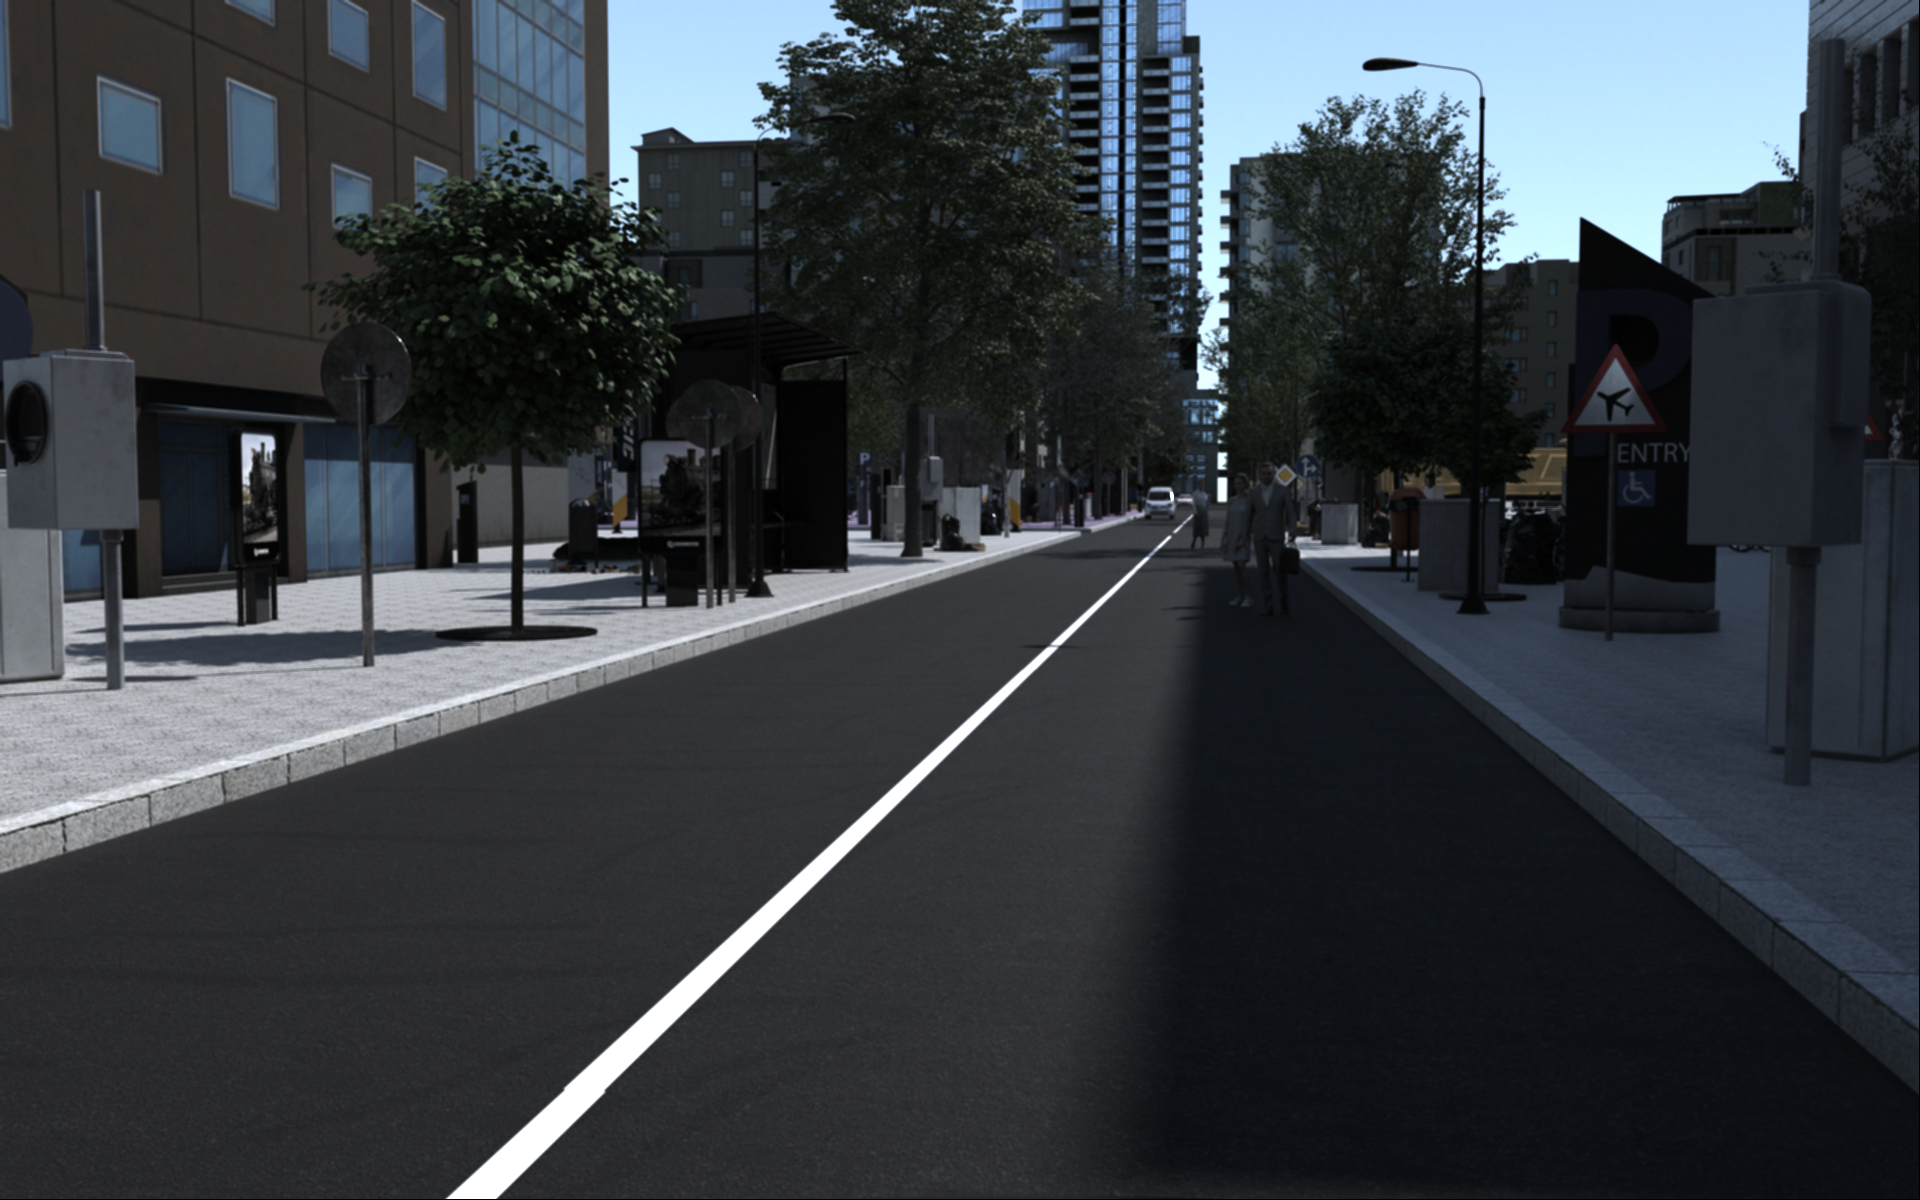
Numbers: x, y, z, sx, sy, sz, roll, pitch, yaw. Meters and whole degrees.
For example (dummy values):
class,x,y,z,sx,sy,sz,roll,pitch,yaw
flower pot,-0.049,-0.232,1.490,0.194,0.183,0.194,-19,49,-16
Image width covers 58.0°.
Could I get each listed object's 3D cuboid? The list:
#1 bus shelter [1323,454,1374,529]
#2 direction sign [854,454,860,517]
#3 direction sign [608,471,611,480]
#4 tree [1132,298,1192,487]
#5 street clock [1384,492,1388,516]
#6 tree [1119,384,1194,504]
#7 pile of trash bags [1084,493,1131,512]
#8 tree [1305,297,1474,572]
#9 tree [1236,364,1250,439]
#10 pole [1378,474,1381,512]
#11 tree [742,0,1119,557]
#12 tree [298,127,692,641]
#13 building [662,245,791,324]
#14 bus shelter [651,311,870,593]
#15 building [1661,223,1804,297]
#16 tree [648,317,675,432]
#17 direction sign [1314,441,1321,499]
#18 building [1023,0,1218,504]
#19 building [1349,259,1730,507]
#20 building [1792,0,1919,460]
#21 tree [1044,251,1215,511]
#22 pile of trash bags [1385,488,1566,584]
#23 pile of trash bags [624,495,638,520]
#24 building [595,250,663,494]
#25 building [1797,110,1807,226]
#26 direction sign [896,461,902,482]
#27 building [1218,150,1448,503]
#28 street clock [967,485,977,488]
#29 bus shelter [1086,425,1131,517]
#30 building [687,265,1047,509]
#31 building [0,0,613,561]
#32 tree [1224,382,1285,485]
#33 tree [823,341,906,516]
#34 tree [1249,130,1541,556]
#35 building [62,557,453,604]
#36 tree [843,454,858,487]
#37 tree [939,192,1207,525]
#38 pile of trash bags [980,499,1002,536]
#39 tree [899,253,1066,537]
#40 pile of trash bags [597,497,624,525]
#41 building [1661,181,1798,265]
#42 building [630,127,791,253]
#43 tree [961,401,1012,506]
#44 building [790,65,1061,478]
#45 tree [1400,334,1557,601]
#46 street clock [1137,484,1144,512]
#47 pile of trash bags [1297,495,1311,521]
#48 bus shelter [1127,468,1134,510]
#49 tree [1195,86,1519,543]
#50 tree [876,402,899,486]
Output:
class,x,y,z,sx,sy,sz,roll,pitch,yaw
bus shelter,14.901,-4.440,66.523,2.014,3.302,5.546,1,4,8
direction sign,-5.709,-6.385,96.399,0.379,3.537,0.876,-1,4,-22
direction sign,-25.635,-8.245,126.804,0.379,3.537,0.876,-1,4,-23
tree,6.728,-10.274,86.104,7.486,12.596,7.792,0,3,0
street clock,24.870,-5.894,100.944,0.358,2.002,0.471,0,4,-2
tree,17.879,-15.179,165.184,9.611,12.733,9.660,0,3,0
pile of trash bags,10.687,-7.150,126.653,3.447,1.369,1.912,-1,4,-22
tree,7.296,-2.771,29.012,4.285,4.588,4.351,0,3,0
tree,14.551,-7.738,76.872,4.737,8.622,4.395,0,3,0
pole,25.888,-6.912,106.856,0.158,3.312,0.155,0,3,0
tree,-0.553,-7.153,35.084,7.486,12.596,7.792,0,3,0
tree,-4.111,-1.952,15.626,4.285,4.588,4.351,0,3,0
building,-25.896,-26.541,205.650,14.107,30.474,14.160,1,4,8
bus shelter,-2.766,-2.089,25.436,1.731,3.624,6.357,1,4,8
building,85.137,-25.512,188.825,14.107,30.474,14.160,1,4,8
tree,-11.480,-7.414,71.583,4.360,8.622,3.978,0,3,0
direction sign,15.199,-4.998,73.722,0.379,3.537,0.876,2,4,29
building,21.028,-56.976,244.221,31.000,86.520,22.319,1,4,8
building,50.768,-19.073,156.890,27.650,21.520,28.899,1,4,8
building,24.375,-15.311,27.821,11.434,29.767,29.804,1,4,8
tree,12.854,-16.994,133.740,12.611,20.169,13.585,0,3,0
pile of trash bags,7.980,-0.953,25.328,3.447,1.369,1.912,0,4,8
pile of trash bags,-16.376,-4.569,84.450,3.447,1.369,1.912,2,4,35
building,-40.070,-26.596,206.546,14.107,30.474,14.160,1,4,8
building,98.987,-32.721,185.099,14.200,45.320,14.600,1,4,8
direction sign,-3.917,-7.725,118.302,0.876,3.537,0.379,0,4,-7
building,51.510,-38.034,241.458,30.456,49.044,23.786,1,4,8
street clock,0.601,-5.045,87.060,0.471,2.002,0.358,3,4,37
bus shelter,8.661,-7.550,101.067,2.179,5.291,8.768,1,4,8
building,-7.196,-19.158,158.264,27.650,21.520,28.899,1,4,8
building,-17.766,-23.945,41.606,14.200,45.320,14.600,1,4,8
tree,18.619,-9.609,107.467,4.360,8.622,3.978,0,3,0
tree,-5.503,-7.994,81.072,4.737,8.622,4.395,0,3,0
tree,9.230,-5.198,35.342,4.737,8.622,4.395,0,3,0
building,-16.323,-22.822,23.250,14.600,45.320,14.200,1,4,8
tree,-9.604,-11.581,139.716,4.360,8.622,3.978,0,3,0
tree,4.295,-9.856,71.511,12.009,13.543,11.850,0,3,0
pile of trash bags,0.041,-2.749,54.690,1.912,1.369,3.447,-1,4,-15
tree,1.245,-6.142,50.789,4.360,8.622,3.978,0,3,0
pile of trash bags,-16.010,-3.795,71.807,1.912,1.369,3.447,3,4,36
building,101.381,-33.367,229.142,14.086,41.232,14.154,1,4,8
building,-30.470,-40.771,255.840,27.495,52.752,28.713,1,4,8
tree,2.022,-10.893,128.459,4.737,8.622,4.395,0,3,0
building,-4.193,-35.276,196.370,30.456,49.044,23.786,1,4,8
tree,6.435,-1.613,20.969,1.663,3.219,1.824,0,3,0
street clock,12.672,-7.164,121.703,0.358,2.002,0.471,-3,4,-38
pile of trash bags,15.845,-4.404,81.752,3.447,1.369,1.912,-3,5,-39
bus shelter,11.151,-7.829,121.933,2.014,3.302,5.546,1,4,8
tree,10.458,-7.305,45.190,9.928,11.665,9.643,0,3,0
tree,-4.234,-10.644,124.397,4.360,8.622,3.978,0,3,0
